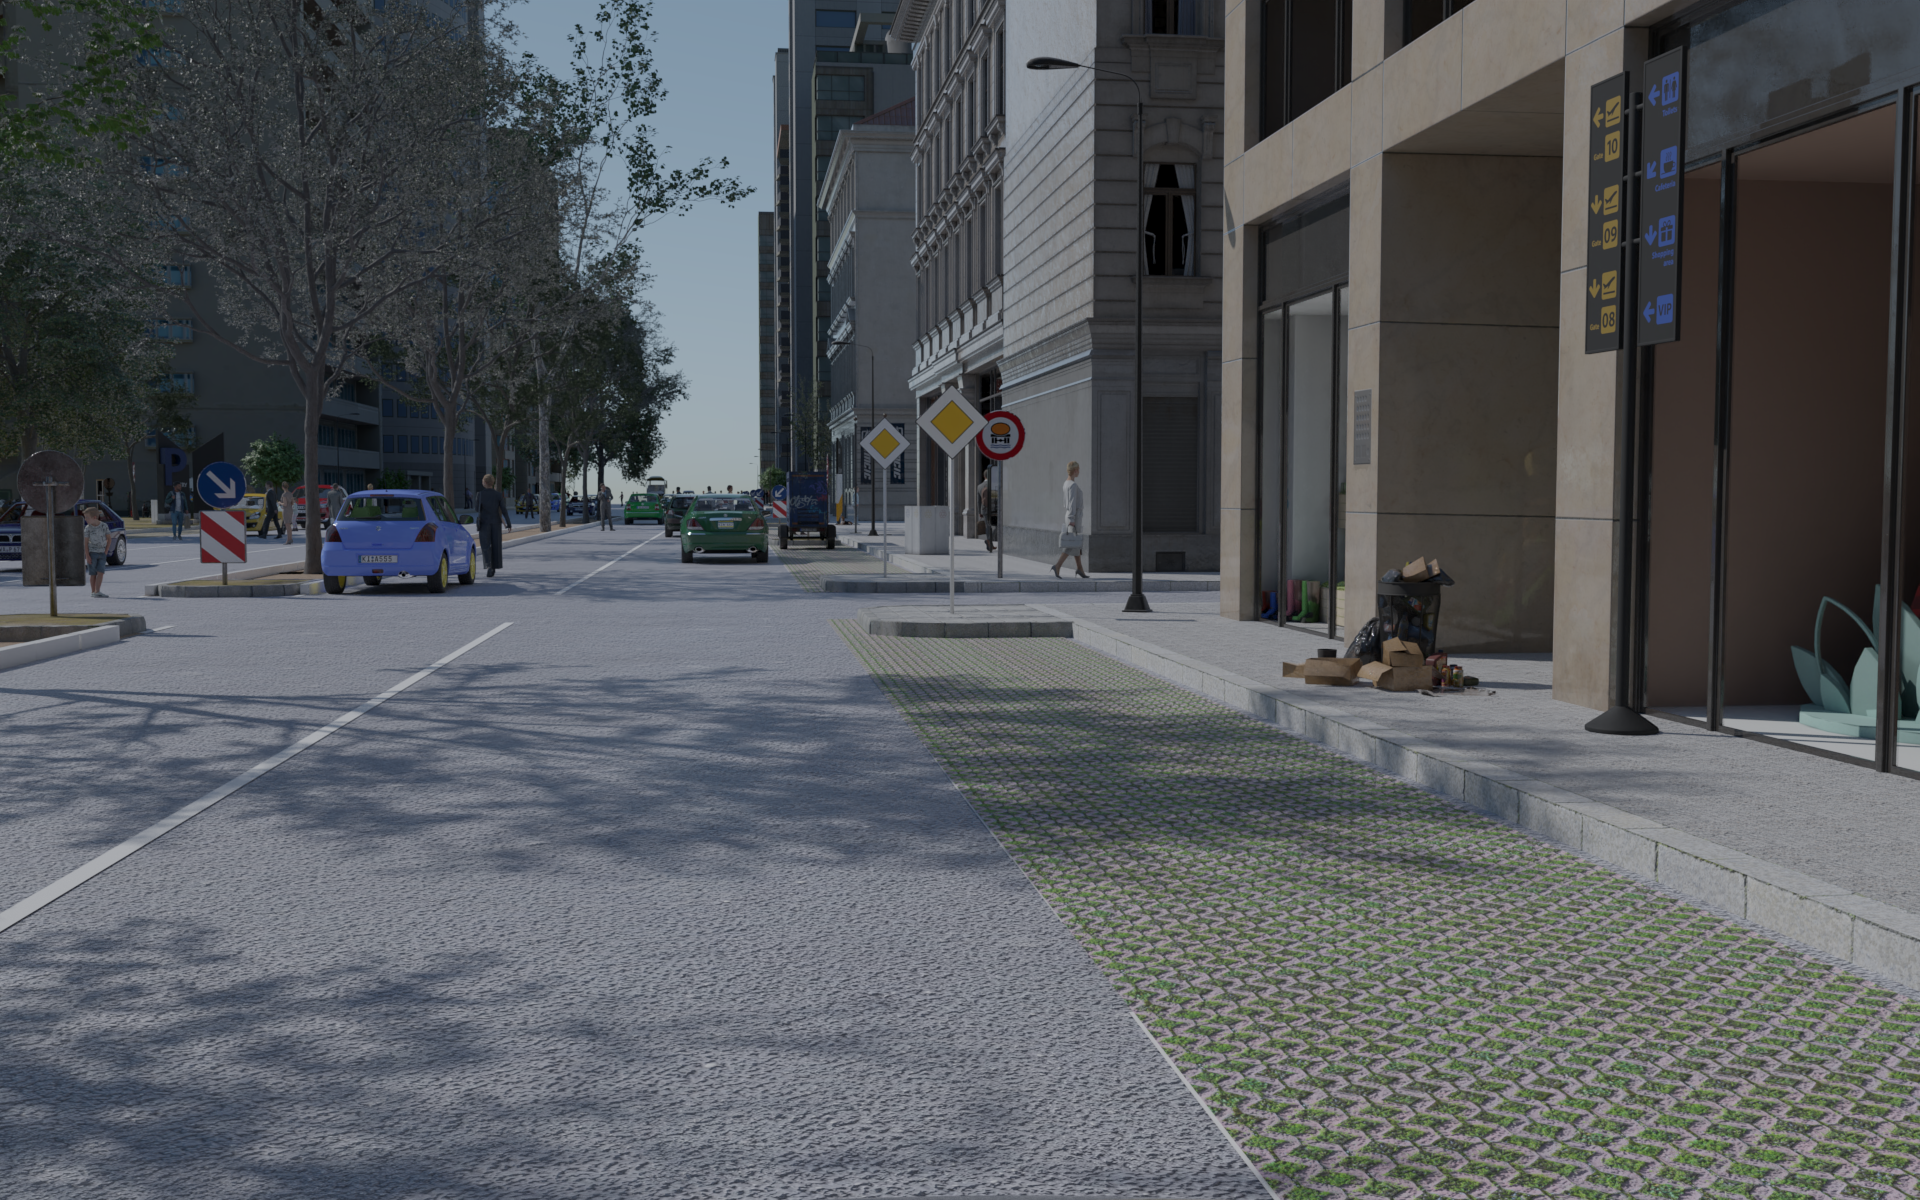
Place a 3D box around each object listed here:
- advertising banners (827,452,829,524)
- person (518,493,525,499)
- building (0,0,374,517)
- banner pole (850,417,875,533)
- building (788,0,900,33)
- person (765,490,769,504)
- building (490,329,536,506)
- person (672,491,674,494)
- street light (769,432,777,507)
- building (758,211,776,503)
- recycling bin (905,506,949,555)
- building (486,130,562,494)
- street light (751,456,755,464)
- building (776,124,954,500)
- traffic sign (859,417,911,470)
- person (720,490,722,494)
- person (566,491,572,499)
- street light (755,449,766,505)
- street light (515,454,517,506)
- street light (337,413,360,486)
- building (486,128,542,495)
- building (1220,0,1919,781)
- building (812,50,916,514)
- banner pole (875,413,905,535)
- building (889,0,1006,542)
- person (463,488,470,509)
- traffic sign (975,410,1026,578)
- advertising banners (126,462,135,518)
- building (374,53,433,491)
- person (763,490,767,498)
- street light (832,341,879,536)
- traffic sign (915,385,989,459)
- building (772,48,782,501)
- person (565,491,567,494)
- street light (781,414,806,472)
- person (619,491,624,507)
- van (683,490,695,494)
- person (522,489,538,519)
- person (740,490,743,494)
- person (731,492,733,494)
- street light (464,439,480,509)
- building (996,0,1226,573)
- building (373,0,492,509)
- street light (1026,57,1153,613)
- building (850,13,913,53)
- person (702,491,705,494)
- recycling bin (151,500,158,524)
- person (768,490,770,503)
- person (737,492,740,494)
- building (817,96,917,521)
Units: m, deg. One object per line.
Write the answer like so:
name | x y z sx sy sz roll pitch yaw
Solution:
advertising banners | -5.584 -4.702 73.070 0.090 3.025 2.074 0 4 -4
person | -46.863 -10.756 185.131 0.697 1.427 0.421 1 4 17
building | -48.988 -29.523 106.396 21.300 48.544 21.600 0 4 -8
banner pole | -3.173 -4.063 56.454 0.863 3.779 0.401 0 4 -7
building | -5.432 -37.938 162.279 21.231 58.520 28.212 0 4 -8
person | -25.249 -13.471 226.307 0.705 1.822 1.348 1 4 23
building | -63.362 -21.337 193.906 27.650 21.520 28.899 0 4 -8
person | -33.594 -11.913 203.214 0.705 1.831 1.348 -1 4 -20
street light | -13.431 -9.590 129.331 1.470 5.913 1.316 0 4 -8
building | -22.347 -34.823 252.957 14.154 41.232 14.086 0 4 -8
recycling bin | -0.704 -1.484 36.825 0.722 1.027 0.722 -2 4 -31
building | -65.601 -37.252 232.767 21.300 48.544 21.600 0 4 -8
street light | -24.425 -14.613 211.468 1.470 5.913 1.316 0 4 -8
building | -10.345 -33.614 204.220 22.147 44.769 28.867 0 4 -8
traffic sign | -1.123 -1.481 26.404 0.795 2.593 0.064 0 4 -8
person | -24.673 -10.432 179.073 1.348 1.824 0.705 3 5 43
person | -45.161 -11.690 199.590 1.348 1.831 0.705 0 4 -3
street light | -19.928 -12.500 176.917 1.470 5.913 1.316 0 4 -8
street light | -45.984 -12.773 181.386 1.470 5.913 1.316 0 4 -8
street light | -34.971 -7.733 98.972 1.470 5.913 1.316 0 4 -8
building | -59.436 -34.575 215.403 14.600 45.320 14.200 0 4 -8
building | 14.492 -12.067 1.804 19.350 26.468 34.151 0 4 -8
building | -3.058 -21.152 117.536 14.160 30.474 14.107 0 4 -8
banner pole | -2.101 -3.901 53.791 0.863 3.779 0.401 1 4 12
building | 2.925 -12.855 61.087 10.553 20.767 40.483 0 4 -8
person | -42.712 -8.801 149.813 0.599 1.838 0.709 -3 4 -38
traffic sign | 0.613 -1.604 26.335 0.768 2.556 0.104 0 4 0
advertising banners | -45.134 -6.001 94.306 0.090 3.025 2.074 -3 4 -36
building | -56.985 -26.707 128.540 32.217 40.220 23.993 0 4 -8
person | -25.348 -13.312 223.719 0.705 1.821 1.348 2 4 35
street light | -3.193 -4.906 52.753 1.470 5.913 1.316 0 4 -8
traffic sign | -0.064 -0.997 18.489 0.795 2.593 0.064 0 4 -8
building | -14.316 -42.214 232.203 21.231 58.520 28.212 0 4 -8
person | -49.315 -12.725 216.498 0.705 1.831 1.348 0 4 3
street light | -9.486 -7.818 100.366 1.470 5.913 1.316 0 4 -8
person | -38.980 -11.623 199.248 0.721 1.736 1.217 -2 4 -33
van | -31.287 -11.793 199.831 2.013 2.044 4.112 -1 4 -8
person | -25.170 -5.647 101.382 0.990 1.755 0.434 -2 4 -31
person | -21.584 -9.955 171.339 0.705 1.814 1.350 2 4 25
person | -32.064 -14.268 242.313 0.750 1.759 0.617 -1 4 -9
street light | -41.324 -10.644 146.577 1.470 5.913 1.316 0 4 -8
building | 10.314 -11.267 33.373 18.267 20.994 9.793 0 4 -8
building | -54.871 -37.465 154.548 21.231 58.520 28.212 0 4 -8
street light | 1.395 -2.819 18.640 1.470 5.913 1.316 0 4 -8
building | 3.575 -27.270 137.753 32.217 40.220 23.993 0 4 -8
person | -24.848 -9.690 167.490 0.434 1.755 0.990 -1 4 -17
recycling bin | -34.769 -3.852 75.534 0.722 1.027 0.722 3 5 43
person | -27.016 -14.609 244.865 0.705 1.831 1.348 0 4 7
person | -27.307 -12.561 214.694 0.721 1.723 1.217 -1 4 -18
building | -1.201 -15.628 91.667 11.583 22.565 21.152 0 4 -8
